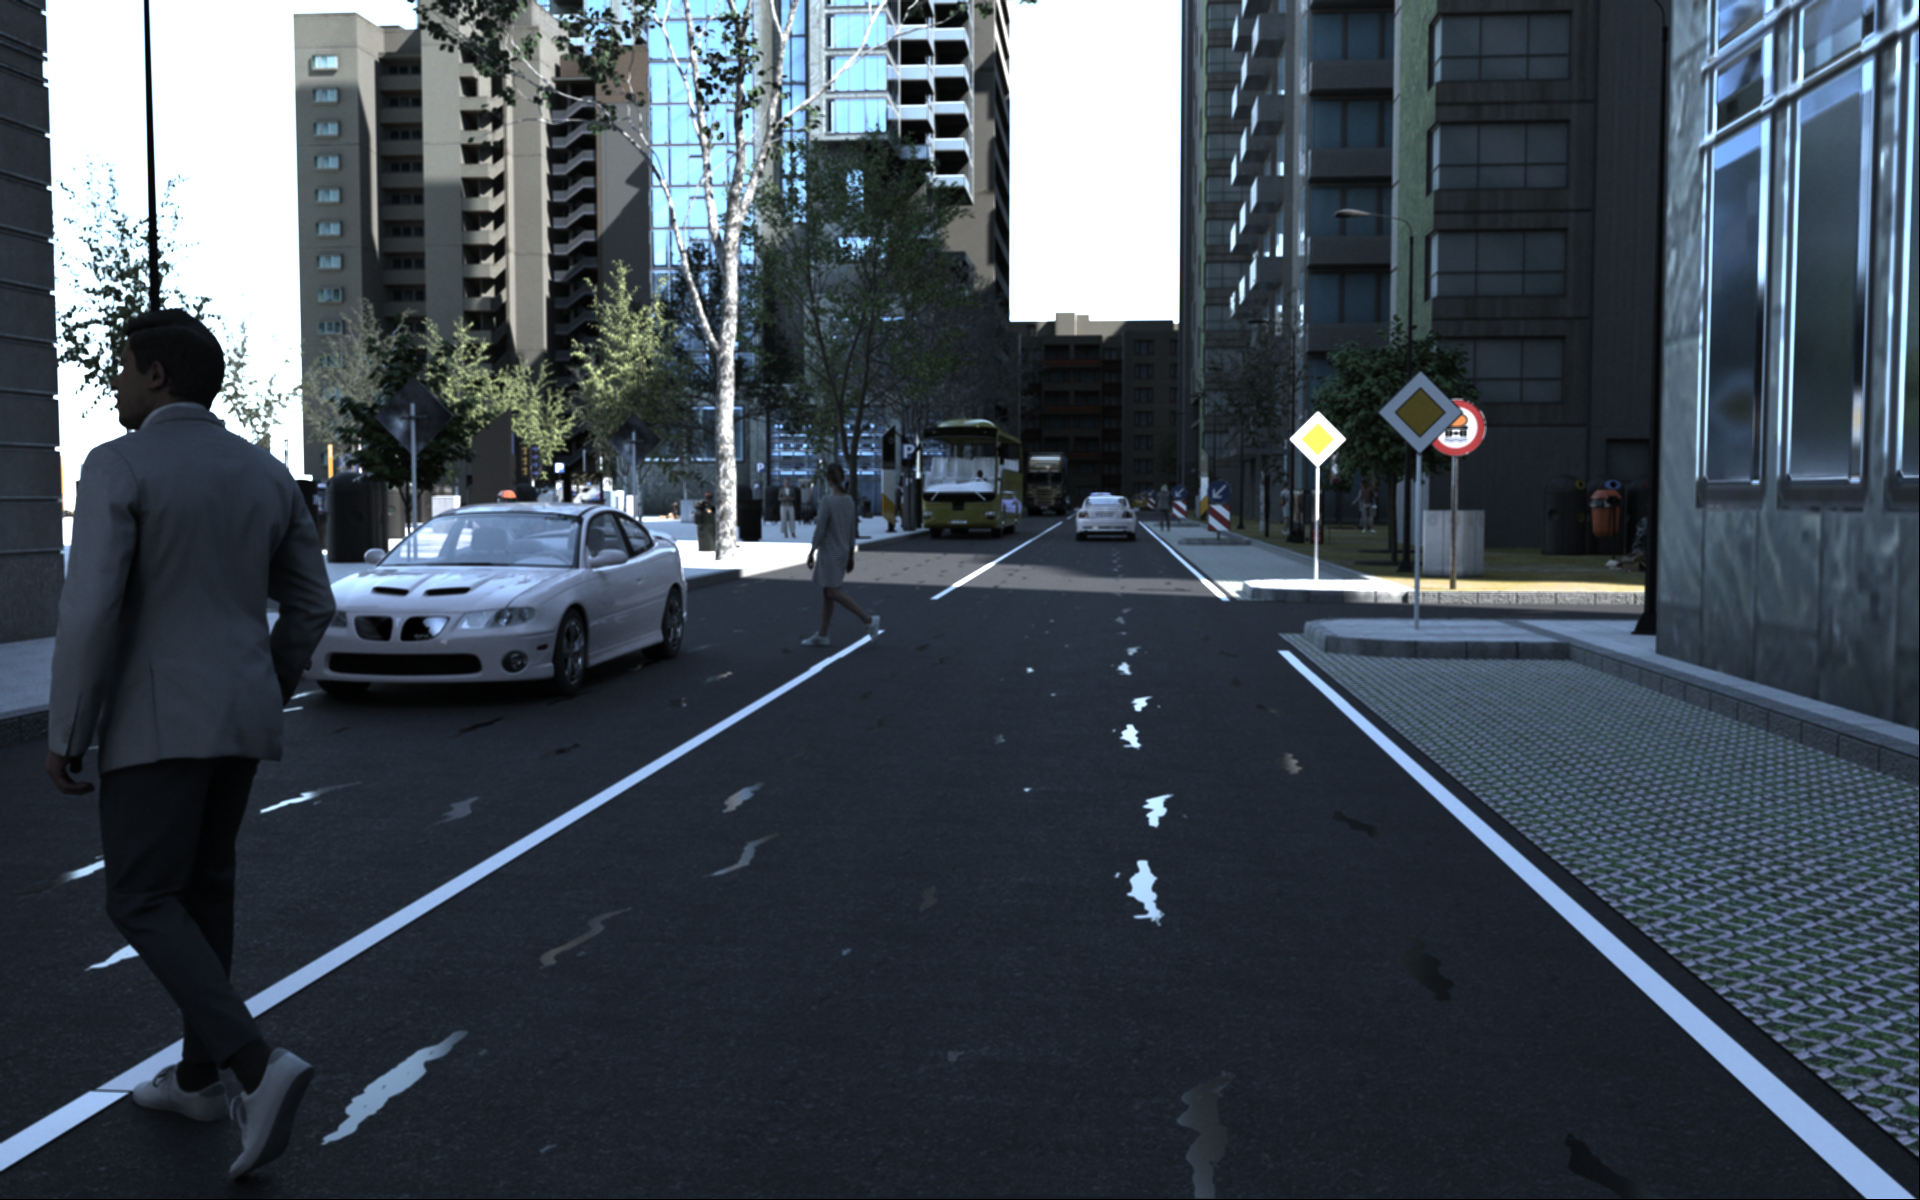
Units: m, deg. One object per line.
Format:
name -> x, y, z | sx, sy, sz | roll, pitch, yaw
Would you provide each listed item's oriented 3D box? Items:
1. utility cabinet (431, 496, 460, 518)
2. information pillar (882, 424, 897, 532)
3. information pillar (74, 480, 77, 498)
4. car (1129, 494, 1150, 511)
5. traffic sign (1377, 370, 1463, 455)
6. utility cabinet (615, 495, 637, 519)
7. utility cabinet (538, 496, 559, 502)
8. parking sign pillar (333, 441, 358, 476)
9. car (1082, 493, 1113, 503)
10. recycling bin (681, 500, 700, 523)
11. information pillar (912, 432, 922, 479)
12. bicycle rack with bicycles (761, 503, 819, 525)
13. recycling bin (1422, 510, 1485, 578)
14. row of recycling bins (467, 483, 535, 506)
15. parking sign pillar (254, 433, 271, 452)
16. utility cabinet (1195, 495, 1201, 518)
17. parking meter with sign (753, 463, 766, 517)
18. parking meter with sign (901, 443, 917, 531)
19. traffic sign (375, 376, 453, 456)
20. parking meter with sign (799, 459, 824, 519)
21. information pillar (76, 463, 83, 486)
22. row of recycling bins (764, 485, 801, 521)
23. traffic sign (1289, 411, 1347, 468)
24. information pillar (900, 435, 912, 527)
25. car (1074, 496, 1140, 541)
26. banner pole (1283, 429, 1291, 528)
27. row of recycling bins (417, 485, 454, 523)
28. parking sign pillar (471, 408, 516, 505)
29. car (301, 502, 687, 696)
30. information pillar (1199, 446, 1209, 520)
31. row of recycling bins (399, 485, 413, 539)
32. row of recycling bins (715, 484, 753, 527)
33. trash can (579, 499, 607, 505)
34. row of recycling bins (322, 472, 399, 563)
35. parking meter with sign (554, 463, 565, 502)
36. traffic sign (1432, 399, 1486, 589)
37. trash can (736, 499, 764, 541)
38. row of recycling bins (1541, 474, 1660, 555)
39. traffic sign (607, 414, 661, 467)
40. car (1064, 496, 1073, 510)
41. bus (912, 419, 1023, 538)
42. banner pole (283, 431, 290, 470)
utility cabinet -> -17.037, -2.828, 57.404 | 1.020, 1.237, 0.306 | 2, 4, 28
information pillar -> -2.385, -4.080, 58.055 | 0.504, 3.616, 0.183 | -2, 4, -30
information pillar -> -45.328, -5.171, 89.033 | 0.304, 2.012, 0.304 | -2, 4, -31
car -> 15.398, -8.384, 147.306 | 2.015, 1.641, 3.980 | 0, 4, 5
traffic sign -> 4.342, -0.864, 16.320 | 0.795, 2.593, 0.064 | 0, 4, 5
utility cabinet -> -15.672, -4.287, 81.253 | 0.306, 1.237, 1.020 | 3, 5, 42
utility cabinet -> -17.074, -3.714, 71.879 | 1.020, 1.237, 0.306 | 3, 5, 41
parking sign pillar -> -29.660, -5.835, 83.869 | 1.447, 3.967, 1.447 | 2, 4, 34
car -> 7.292, -4.891, 89.563 | 1.945, 1.707, 3.694 | 0, 4, 5
recycling bin -> -11.951, -3.949, 77.115 | 0.722, 1.027, 0.722 | 2, 4, 28
information pillar -> -1.547, -4.528, 65.380 | 0.183, 3.616, 0.504 | -1, 4, -17
bicycle rack with bicycles -> -7.017, -3.676, 73.489 | 2.852, 0.926, 2.925 | 1, 4, 13
recycling bin -> 7.691, -0.883, 26.987 | 0.722, 1.027, 0.722 | 3, 5, 40
row of recycling bins -> -17.320, -3.581, 65.661 | 1.069, 1.692, 3.534 | 1, 4, 23
parking sign pillar -> -30.680, -5.321, 75.463 | 1.447, 3.967, 1.447 | 2, 4, 33
utility cabinet -> 12.934, -5.073, 94.110 | 0.306, 1.237, 1.020 | 0, 4, 7
parking meter with sign -> -11.179, -6.074, 95.575 | 0.543, 3.016, 1.738 | 0, 4, 6
parking meter with sign -> -1.751, -3.925, 60.440 | 0.543, 3.016, 1.738 | 0, 3, 0
traffic sign -> -5.415, -0.916, 17.174 | 0.795, 2.593, 0.064 | 0, 4, 5
parking meter with sign -> -7.757, -5.579, 87.475 | 1.738, 3.016, 0.543 | 1, 4, 23
information pillar -> -20.687, -2.242, 41.147 | 0.304, 2.012, 0.304 | 3, 5, 44
row of recycling bins -> -8.476, -4.655, 83.230 | 1.069, 1.692, 3.534 | 1, 4, 15
traffic sign -> 5.024, -1.351, 24.276 | 0.795, 2.593, 0.064 | 0, 4, 5
information pillar -> -2.101, -4.717, 68.472 | 0.504, 3.616, 0.183 | -1, 4, -8
car -> 4.622, -2.586, 54.642 | 2.083, 1.381, 4.827 | 0, 4, 6
banner pole -> 12.561, -4.685, 66.613 | 0.401, 3.779, 0.863 | 0, 4, -7
row of recycling bins -> -23.592, -4.252, 76.627 | 1.069, 1.692, 3.534 | 1, 4, 19
parking sign pillar -> -14.712, -4.049, 54.677 | 1.447, 3.967, 1.447 | 1, 4, 10
car -> -3.528, -0.094, 13.892 | 2.083, 1.381, 4.827 | 0, 4, 5
information pillar -> 11.991, -5.720, 84.883 | 0.183, 3.616, 0.504 | -3, 5, -44
row of recycling bins -> -17.594, -2.595, 49.533 | 3.534, 1.692, 1.069 | 0, 4, 4
row of recycling bins -> -9.203, -3.850, 70.058 | 1.069, 1.692, 3.534 | -1, 4, -21
trash can -> -10.186, -2.231, 48.127 | 0.748, 1.137, 0.748 | 0, 3, 0
row of recycling bins -> -11.776, -1.644, 33.988 | 1.069, 1.692, 3.534 | -1, 4, -13
parking meter with sign -> -22.304, -6.117, 96.269 | 0.543, 3.016, 1.738 | -1, 4, -9
traffic sign -> 6.638, -1.415, 23.242 | 0.768, 2.556, 0.104 | 1, 4, 13
trash can -> -5.698, -2.165, 47.059 | 0.748, 1.137, 0.748 | 0, 3, 0
row of recycling bins -> 14.087, -1.810, 36.712 | 3.534, 1.692, 1.069 | 0, 4, -4
traffic sign -> -4.733, -1.403, 25.130 | 0.795, 2.593, 0.064 | 0, 4, 5
car -> 9.071, -8.799, 155.661 | 2.131, 1.459, 4.920 | 0, 4, 3
bus -> 0.539, -4.197, 60.172 | 2.896, 3.916, 12.252 | 0, 4, 6
banner pole -> -26.795, -4.831, 68.999 | 0.401, 3.779, 0.863 | 0, 4, -5
